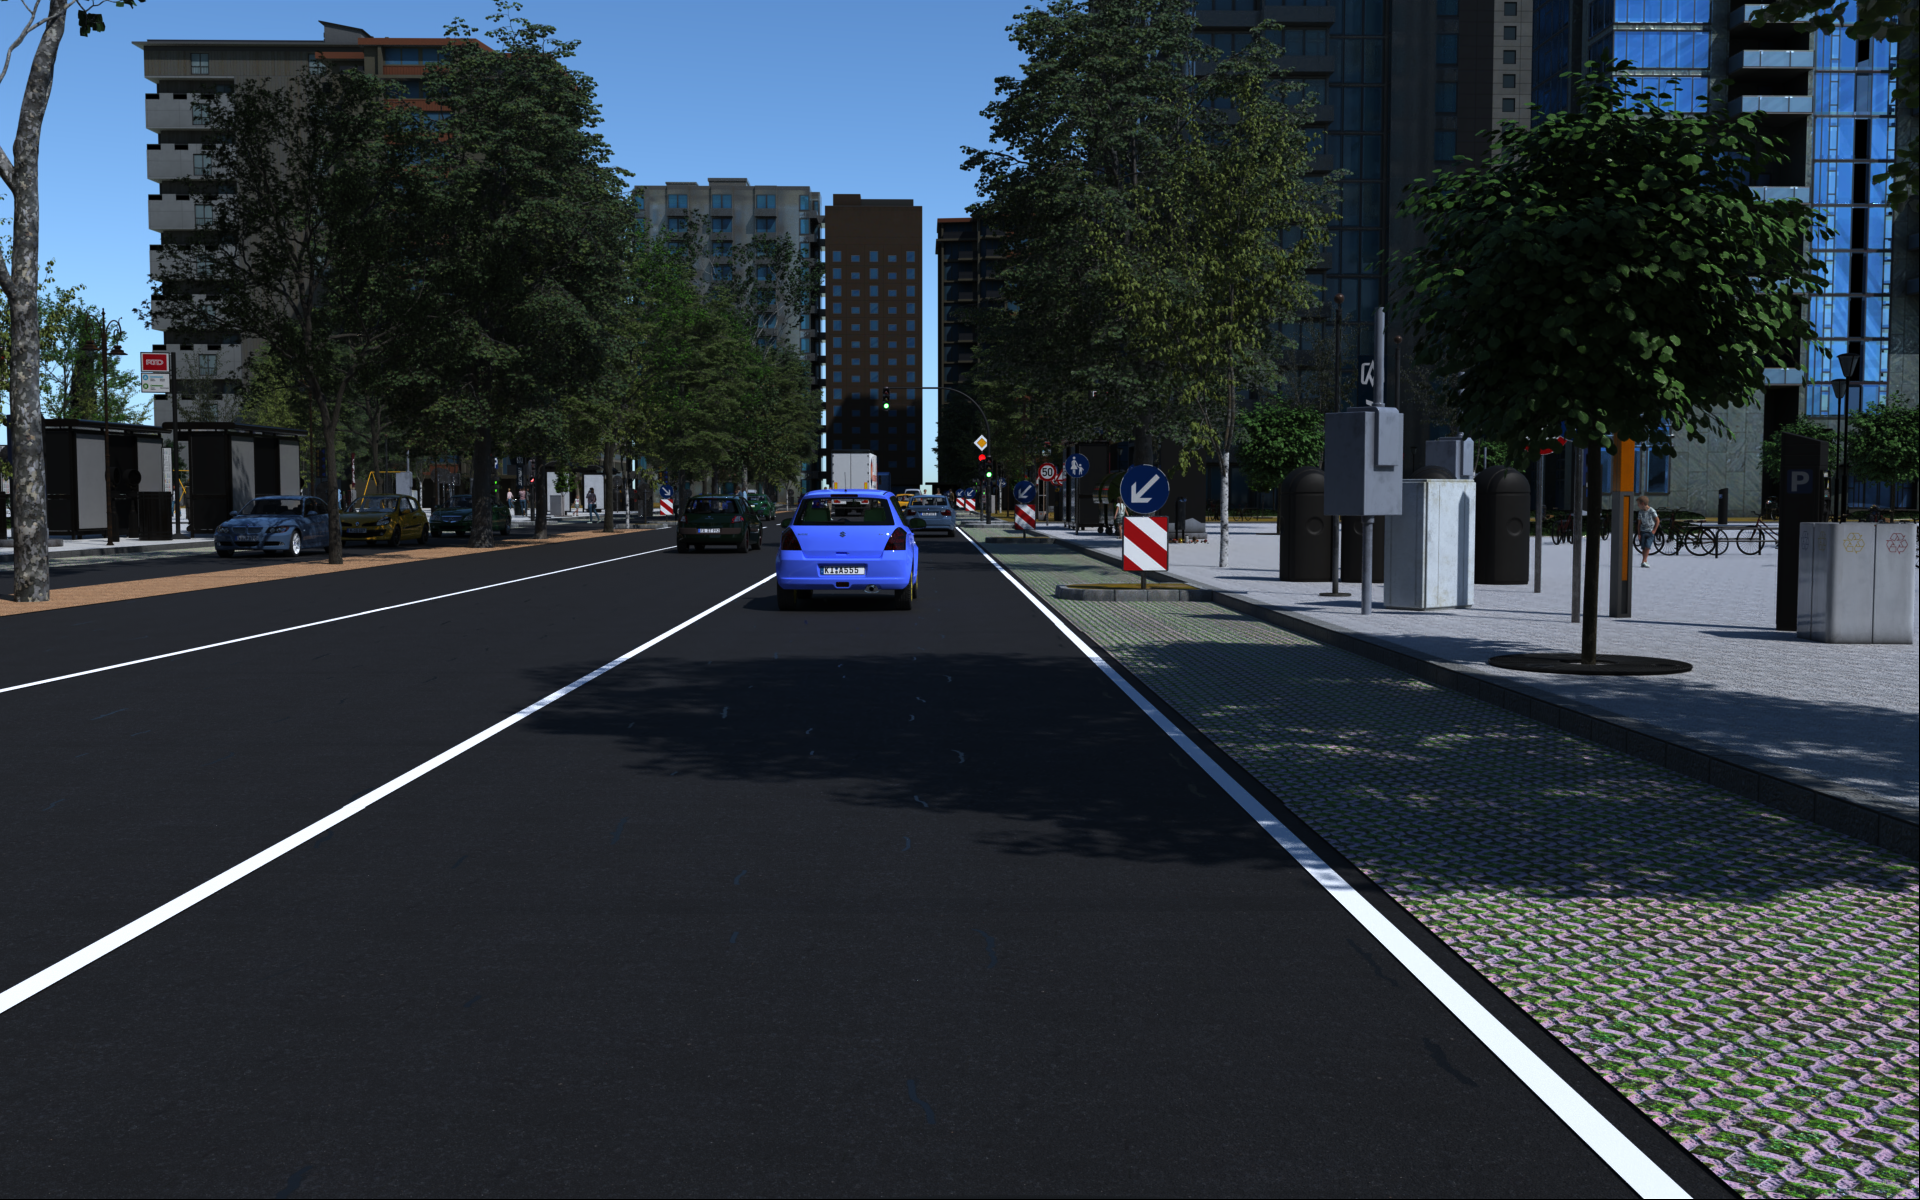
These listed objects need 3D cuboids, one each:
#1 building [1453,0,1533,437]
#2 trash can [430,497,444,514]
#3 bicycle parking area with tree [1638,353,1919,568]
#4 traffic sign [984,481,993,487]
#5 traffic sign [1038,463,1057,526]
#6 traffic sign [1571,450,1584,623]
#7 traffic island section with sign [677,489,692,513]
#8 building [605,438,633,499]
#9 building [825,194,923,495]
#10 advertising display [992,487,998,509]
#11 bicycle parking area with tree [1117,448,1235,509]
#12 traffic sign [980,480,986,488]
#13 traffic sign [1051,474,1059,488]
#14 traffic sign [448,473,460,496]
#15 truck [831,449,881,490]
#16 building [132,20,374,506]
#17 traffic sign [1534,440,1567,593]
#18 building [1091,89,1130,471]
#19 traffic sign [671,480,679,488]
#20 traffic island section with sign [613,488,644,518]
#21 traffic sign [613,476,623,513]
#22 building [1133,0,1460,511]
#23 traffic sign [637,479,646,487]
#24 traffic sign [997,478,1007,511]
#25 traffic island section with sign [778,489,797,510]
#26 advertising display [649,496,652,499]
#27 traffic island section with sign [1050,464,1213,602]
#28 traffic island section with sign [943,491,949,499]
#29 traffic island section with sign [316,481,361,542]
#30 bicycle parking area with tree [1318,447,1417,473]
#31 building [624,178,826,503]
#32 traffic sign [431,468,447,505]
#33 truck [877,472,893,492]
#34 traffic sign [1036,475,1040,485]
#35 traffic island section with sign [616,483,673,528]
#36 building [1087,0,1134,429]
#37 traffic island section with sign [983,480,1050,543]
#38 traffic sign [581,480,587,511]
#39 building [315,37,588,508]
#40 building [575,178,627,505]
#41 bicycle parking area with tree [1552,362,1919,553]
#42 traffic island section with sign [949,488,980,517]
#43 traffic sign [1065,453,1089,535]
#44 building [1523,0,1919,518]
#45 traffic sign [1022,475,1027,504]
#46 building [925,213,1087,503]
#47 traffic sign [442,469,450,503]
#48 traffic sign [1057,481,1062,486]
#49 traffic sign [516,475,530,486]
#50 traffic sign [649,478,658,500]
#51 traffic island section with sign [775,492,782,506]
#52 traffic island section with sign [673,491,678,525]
[{"bbox_3d":[56.811,-47.150,209.157,20.611,71.187,20.563,0,4,-1],"label":"building"},{"bbox_3d":[-25.742,-4.504,85.287,0.748,1.137,0.748,0,3,0],"label":"trash can"},{"bbox_3d":[18.041,-2.806,32.878,9.016,4.147,8.231,1,4,12],"label":"bicycle parking area with tree"},{"bbox_3d":[2.449,-9.187,150.320,0.768,2.556,0.104,0,4,4],"label":"traffic sign"},{"bbox_3d":[3.540,-4.283,70.140,0.768,2.556,0.104,0,4,8],"label":"traffic sign"},{"bbox_3d":[6.146,-1.046,17.210,0.768,2.556,0.104,0,4,1],"label":"traffic sign"},{"bbox_3d":[-20.922,-7.619,133.194,1.989,1.847,2.006,0,4,-1],"label":"traffic island section with sign"},{"bbox_3d":[-57.361,-29.881,260.254,14.107,30.474,14.160,0,4,-1],"label":"building"},{"bbox_3d":[-12.770,-37.369,261.090,14.200,45.320,14.600,0,4,-1],"label":"building"},{"bbox_3d":[3.065,-8.913,150.940,0.123,1.923,0.974,2,4,27],"label":"advertising display"},{"bbox_3d":[14.537,-8.001,117.815,9.016,4.147,8.231,3,4,38],"label":"bicycle parking area with tree"},{"bbox_3d":[2.088,-9.238,151.146,0.768,2.556,0.104,0,4,6],"label":"traffic sign"},{"bbox_3d":[6.071,-6.654,108.899,0.768,2.556,0.104,0,4,4],"label":"traffic sign"},{"bbox_3d":[-24.579,-5.015,84.119,0.606,2.300,0.079,0,4,5],"label":"traffic sign"},{"bbox_3d":[-6.836,-7.672,114.346,2.839,4.237,11.283,0,4,0],"label":"truck"},{"bbox_3d":[-77.817,-37.490,202.203,27.495,52.752,28.713,0,4,-1],"label":"building"},{"bbox_3d":[7.506,-1.366,22.436,0.768,2.556,0.104,0,4,1],"label":"traffic sign"},{"bbox_3d":[22.018,-33.050,190.477,14.600,45.320,14.200,0,4,-1],"label":"building"},{"bbox_3d":[-23.595,-8.785,143.743,0.768,2.556,0.104,0,4,7],"label":"traffic sign"},{"bbox_3d":[-20.313,-5.971,106.245,1.989,1.847,2.006,0,4,-1],"label":"traffic island section with sign"},{"bbox_3d":[-23.606,-7.291,119.311,0.768,2.556,0.104,1,4,8],"label":"traffic sign"},{"bbox_3d":[26.080,-31.782,139.248,23.786,49.044,30.456,0,4,-1],"label":"building"},{"bbox_3d":[-24.762,-8.263,135.108,0.884,2.594,0.081,1,4,8],"label":"traffic sign"},{"bbox_3d":[3.220,-8.180,133.846,0.768,2.556,0.104,0,3,0],"label":"traffic sign"},{"bbox_3d":[-15.347,-9.060,156.269,2.006,1.907,1.989,0,4,-1],"label":"traffic island section with sign"},{"bbox_3d":[-24.536,-8.086,137.422,0.123,1.923,0.974,-1,4,-16],"label":"advertising display"},{"bbox_3d":[2.342,-0.933,23.884,1.989,1.847,2.006,0,4,-1],"label":"traffic island section with sign"},{"bbox_3d":[-0.111,-7.643,133.589,1.989,1.847,2.006,0,4,-1],"label":"traffic island section with sign"},{"bbox_3d":[-19.087,-2.641,51.816,1.989,1.847,2.006,0,4,-1],"label":"traffic island section with sign"},{"bbox_3d":[27.163,-7.358,107.300,9.016,4.147,8.231,0,4,4],"label":"bicycle parking area with tree"},{"bbox_3d":[-35.192,-39.470,264.937,30.456,49.044,23.786,0,4,-1],"label":"building"},{"bbox_3d":[-25.056,-5.084,83.231,0.768,2.556,0.104,0,4,0],"label":"traffic sign"},{"bbox_3d":[-9.313,-13.189,205.405,2.967,4.110,18.799,0,4,-3],"label":"truck"},{"bbox_3d":[4.805,-6.358,103.960,0.884,2.594,0.081,0,4,4],"label":"traffic sign"},{"bbox_3d":[-13.497,-4.013,73.744,2.006,1.907,1.989,0,4,-1],"label":"traffic island section with sign"},{"bbox_3d":[24.248,-47.076,207.949,20.563,71.187,20.611,0,4,-1],"label":"building"},{"bbox_3d":[1.751,-2.581,50.833,1.989,1.847,2.006,0,4,-1],"label":"traffic island section with sign"},{"bbox_3d":[-27.531,-7.792,127.506,0.768,2.556,0.104,0,4,5],"label":"traffic sign"},{"bbox_3d":[-49.242,-31.514,169.879,22.147,44.769,28.867,0,4,-1],"label":"building"},{"bbox_3d":[-51.740,-31.182,201.702,23.993,40.220,32.217,0,4,-1],"label":"building"},{"bbox_3d":[19.792,-3.528,44.680,8.231,4.147,9.016,3,5,44],"label":"bicycle parking area with tree"},{"bbox_3d":[0.503,-5.995,106.640,1.989,1.847,2.006,0,4,-1],"label":"traffic island section with sign"},{"bbox_3d":[3.670,-3.315,54.310,0.768,2.556,0.104,0,4,7],"label":"traffic sign"},{"bbox_3d":[48.511,-48.351,103.203,31.000,86.520,22.319,0,4,-1],"label":"building"},{"bbox_3d":[3.964,-6.746,110.403,0.768,2.556,0.104,0,4,2],"label":"traffic sign"},{"bbox_3d":[9.105,-37.328,264.941,28.867,44.769,22.147,0,4,-1],"label":"building"},{"bbox_3d":[-25.834,-5.296,86.695,0.768,2.556,0.104,0,4,8],"label":"traffic sign"},{"bbox_3d":[6.452,-6.638,108.637,0.768,2.556,0.104,0,4,6],"label":"traffic sign"},{"bbox_3d":[-27.187,-6.583,107.638,0.884,2.594,0.081,0,4,1],"label":"traffic sign"},{"bbox_3d":[-23.599,-8.137,133.049,0.884,2.594,0.081,1,4,8],"label":"traffic sign"},{"bbox_3d":[-22.660,-12.368,210.845,1.989,1.847,2.006,0,4,-1],"label":"traffic island section with sign"},{"bbox_3d":[-13.653,-4.466,81.149,2.006,1.907,1.989,0,4,-1],"label":"traffic island section with sign"}]
